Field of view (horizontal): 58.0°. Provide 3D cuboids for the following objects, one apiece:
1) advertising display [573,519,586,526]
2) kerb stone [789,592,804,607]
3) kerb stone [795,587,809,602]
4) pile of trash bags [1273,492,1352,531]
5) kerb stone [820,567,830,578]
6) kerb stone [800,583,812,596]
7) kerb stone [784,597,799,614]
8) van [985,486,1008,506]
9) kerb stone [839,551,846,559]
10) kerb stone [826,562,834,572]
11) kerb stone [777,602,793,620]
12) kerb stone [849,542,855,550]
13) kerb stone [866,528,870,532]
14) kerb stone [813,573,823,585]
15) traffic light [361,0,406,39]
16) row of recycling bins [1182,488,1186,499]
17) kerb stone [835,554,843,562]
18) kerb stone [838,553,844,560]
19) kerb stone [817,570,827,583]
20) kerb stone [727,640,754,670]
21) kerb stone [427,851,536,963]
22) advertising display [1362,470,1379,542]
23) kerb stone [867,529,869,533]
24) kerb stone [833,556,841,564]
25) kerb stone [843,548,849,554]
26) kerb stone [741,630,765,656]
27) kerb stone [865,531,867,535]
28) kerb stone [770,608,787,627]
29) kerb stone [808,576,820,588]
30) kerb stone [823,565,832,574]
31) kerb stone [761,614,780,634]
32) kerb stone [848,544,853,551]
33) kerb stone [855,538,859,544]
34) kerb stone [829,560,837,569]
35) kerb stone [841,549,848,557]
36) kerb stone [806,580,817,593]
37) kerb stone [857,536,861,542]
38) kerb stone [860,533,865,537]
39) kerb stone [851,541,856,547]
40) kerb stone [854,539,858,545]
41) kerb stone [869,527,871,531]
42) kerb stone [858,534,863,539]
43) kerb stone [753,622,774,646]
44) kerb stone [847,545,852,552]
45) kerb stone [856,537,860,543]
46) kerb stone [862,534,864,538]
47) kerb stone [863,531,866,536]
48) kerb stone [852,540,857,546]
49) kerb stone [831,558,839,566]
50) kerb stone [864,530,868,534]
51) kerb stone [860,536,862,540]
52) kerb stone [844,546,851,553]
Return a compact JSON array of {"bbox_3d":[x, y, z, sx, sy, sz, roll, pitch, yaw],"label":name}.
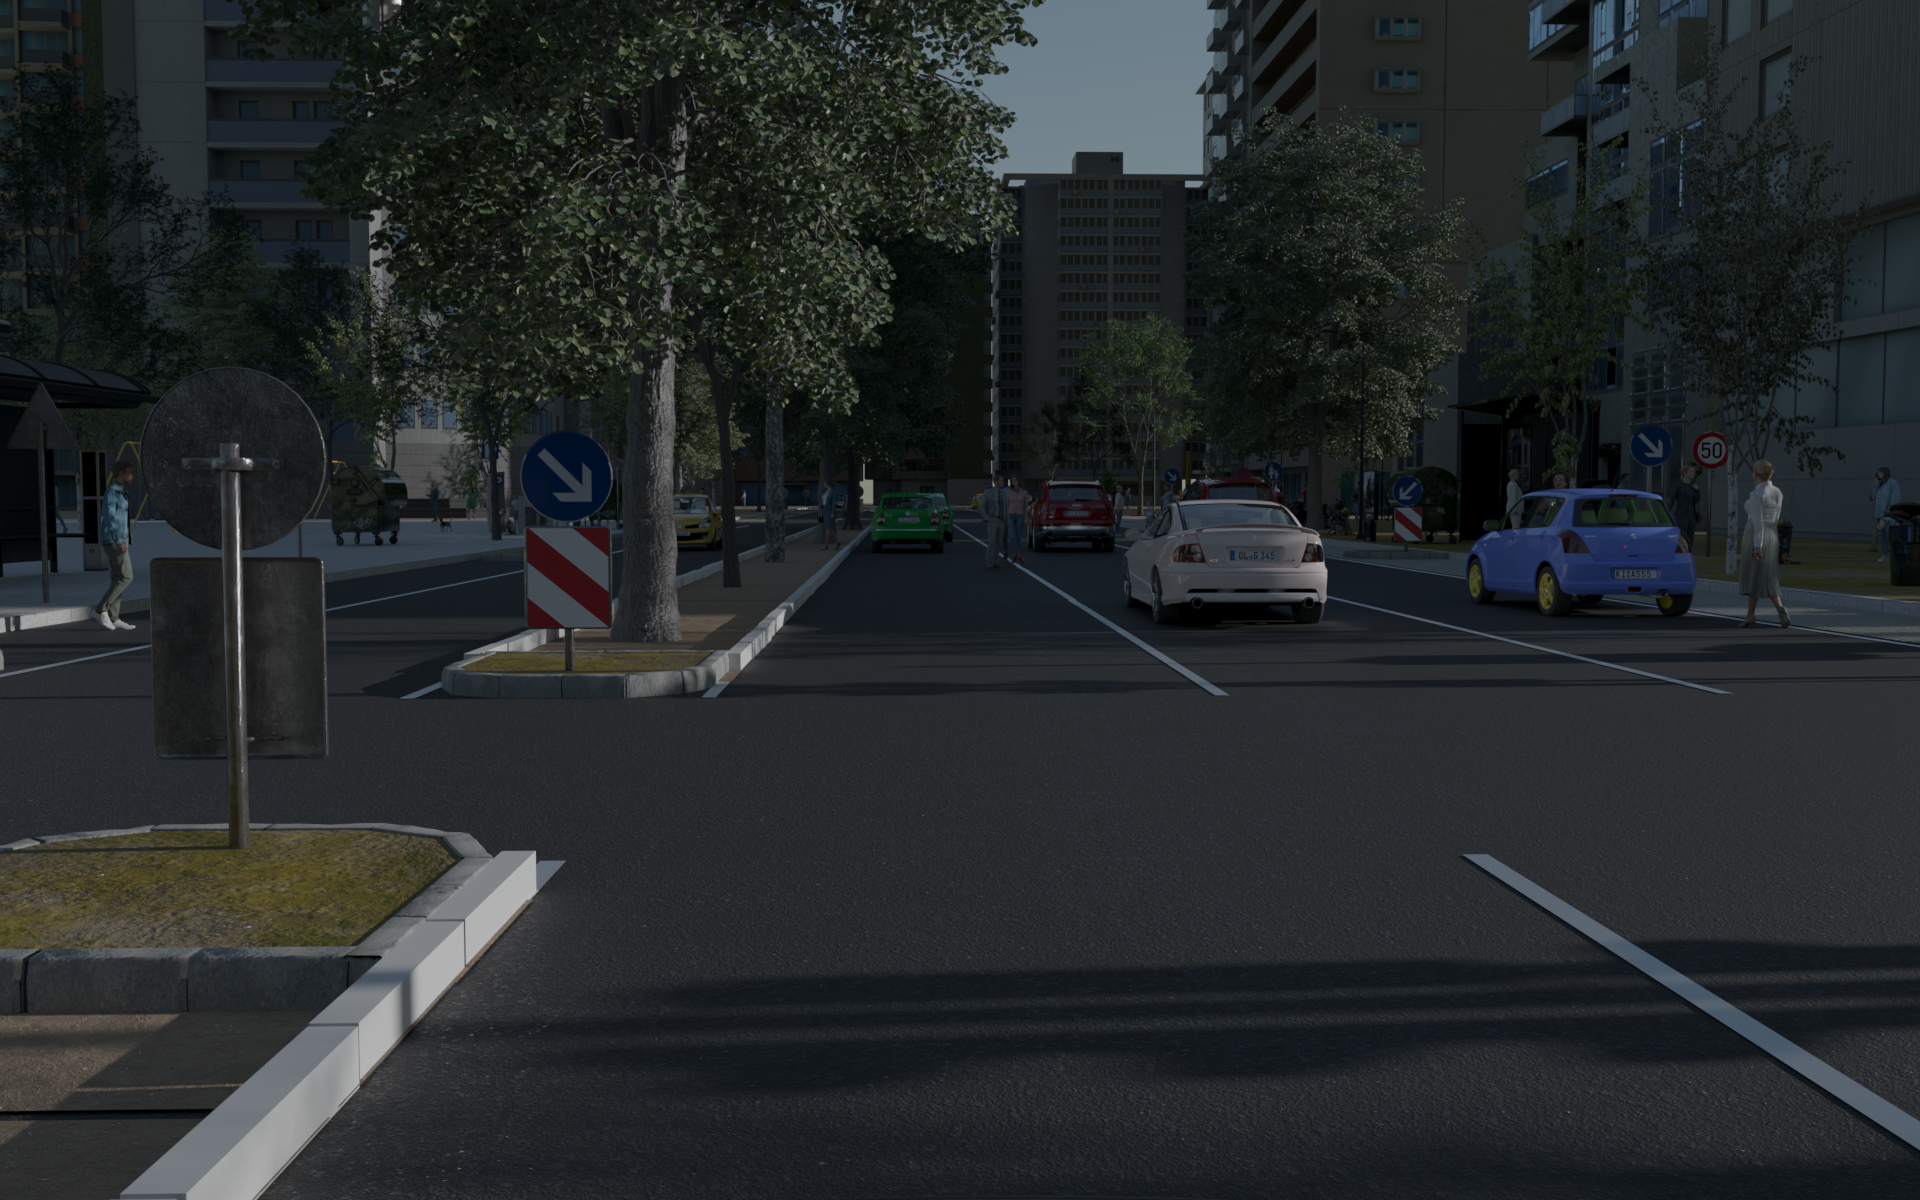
[{"bbox_3d":[-14.568,-3.696,65.639,0.974,1.923,0.123,1,4,23],"label":"advertising display"},{"bbox_3d":[-2.075,0.030,21.698,0.120,0.150,1.000,0,4,-2],"label":"kerb stone"},{"bbox_3d":[-2.109,-0.030,22.719,0.120,0.150,1.000,0,4,-2],"label":"kerb stone"},{"bbox_3d":[12.067,-3.113,60.642,1.912,1.369,3.447,-2,4,-34],"label":"pile of trash bags"},{"bbox_3d":[-2.295,-0.407,28.854,0.120,0.150,1.000,0,4,-2],"label":"kerb stone"},{"bbox_3d":[-2.147,-0.095,23.742,0.120,0.150,1.000,0,4,-2],"label":"kerb stone"},{"bbox_3d":[-2.044,0.096,20.670,0.120,0.150,1.000,0,4,-2],"label":"kerb stone"},{"bbox_3d":[3.003,-8.177,138.073,2.240,2.365,5.245,0,4,0],"label":"van"},{"bbox_3d":[-2.569,-0.909,37.062,0.120,0.150,1.000,0,4,-2],"label":"kerb stone"},{"bbox_3d":[-2.370,-0.532,30.907,0.120,0.150,1.000,0,4,-2],"label":"kerb stone"},{"bbox_3d":[-2.011,0.160,19.638,0.120,0.150,1.000,0,4,-2],"label":"kerb stone"},{"bbox_3d":[-2.758,-1.284,43.194,0.120,0.150,1.000,0,4,-2],"label":"kerb stone"},{"bbox_3d":[-3.320,-2.351,60.638,0.120,0.150,1.000,0,4,-2],"label":"kerb stone"},{"bbox_3d":[-2.240,-0.282,26.810,0.120,0.150,1.000,0,4,-2],"label":"kerb stone"},{"bbox_3d":[-6.665,-2.357,13.207,4.771,5.953,1.251,0,4,-2],"label":"traffic light"},{"bbox_3d":[12.081,-4.850,86.417,1.069,1.692,3.534,-1,4,-18],"label":"row of recycling bins"},{"bbox_3d":[-2.500,-0.784,35.018,0.120,0.150,1.000,0,4,-2],"label":"kerb stone"},{"bbox_3d":[-2.540,-0.844,36.040,0.120,0.150,1.000,0,4,-2],"label":"kerb stone"},{"bbox_3d":[-2.264,-0.345,27.832,0.120,0.150,1.000,0,4,-2],"label":"kerb stone"},{"bbox_3d":[-1.849,0.476,14.500,0.120,0.150,1.000,0,4,-2],"label":"kerb stone"},{"bbox_3d":[-1.569,1.007,5.728,0.120,0.150,1.000,0,4,-2],"label":"kerb stone"},{"bbox_3d":[11.054,-2.534,46.648,0.123,1.923,0.974,0,4,-5],"label":"advertising display"},{"bbox_3d":[-3.285,-2.289,59.617,0.120,0.150,1.000,0,4,-2],"label":"kerb stone"},{"bbox_3d":[-2.471,-0.717,33.991,0.120,0.150,1.000,0,4,-2],"label":"kerb stone"},{"bbox_3d":[-2.634,-1.034,39.106,0.120,0.150,1.000,0,4,-2],"label":"kerb stone"},{"bbox_3d":[-1.876,0.407,15.538,0.120,0.150,1.000,0,4,-2],"label":"kerb stone"},{"bbox_3d":[-3.188,-2.100,56.538,0.120,0.150,1.000,0,4,-2],"label":"kerb stone"},{"bbox_3d":[-1.981,0.219,18.616,0.120,0.150,1.000,0,4,-2],"label":"kerb stone"},{"bbox_3d":[-2.210,-0.220,25.788,0.120,0.150,1.000,0,4,-2],"label":"kerb stone"},{"bbox_3d":[-2.330,-0.470,29.885,0.120,0.150,1.000,0,4,-2],"label":"kerb stone"},{"bbox_3d":[-1.945,0.282,17.581,0.120,0.150,1.000,0,4,-2],"label":"kerb stone"},{"bbox_3d":[-2.733,-1.219,42.172,0.120,0.150,1.000,0,4,-2],"label":"kerb stone"},{"bbox_3d":[-2.897,-1.531,47.292,0.120,0.150,1.000,0,4,-2],"label":"kerb stone"},{"bbox_3d":[-2.401,-0.596,31.936,0.120,0.150,1.000,0,4,-2],"label":"kerb stone"},{"bbox_3d":[-2.605,-0.972,38.084,0.120,0.150,1.000,0,4,-2],"label":"kerb stone"},{"bbox_3d":[-2.170,-0.156,24.764,0.120,0.150,1.000,0,4,-2],"label":"kerb stone"},{"bbox_3d":[-2.953,-1.658,49.335,0.120,0.150,1.000,0,4,-2],"label":"kerb stone"},{"bbox_3d":[-3.096,-1.911,53.468,0.120,0.150,1.000,0,4,-2],"label":"kerb stone"},{"bbox_3d":[-2.790,-1.344,44.216,0.120,0.150,1.000,0,4,-2],"label":"kerb stone"},{"bbox_3d":[-2.858,-1.472,46.270,0.120,0.150,1.000,0,4,-2],"label":"kerb stone"},{"bbox_3d":[-3.390,-2.477,62.688,0.120,0.150,1.000,0,4,-2],"label":"kerb stone"},{"bbox_3d":[-3.024,-1.786,51.404,0.120,0.150,1.000,0,4,-2],"label":"kerb stone"},{"bbox_3d":[-1.903,0.347,16.560,0.120,0.150,1.000,0,4,-2],"label":"kerb stone"},{"bbox_3d":[-2.700,-1.159,41.150,0.120,0.150,1.000,0,4,-2],"label":"kerb stone"},{"bbox_3d":[-2.929,-1.597,48.313,0.120,0.150,1.000,0,4,-2],"label":"kerb stone"},{"bbox_3d":[-3.057,-1.849,52.434,0.120,0.150,1.000,0,4,-2],"label":"kerb stone"},{"bbox_3d":[-3.160,-2.036,55.516,0.120,0.150,1.000,0,4,-2],"label":"kerb stone"},{"bbox_3d":[-2.821,-1.410,45.245,0.120,0.150,1.000,0,4,-2],"label":"kerb stone"},{"bbox_3d":[-2.438,-0.658,32.962,0.120,0.150,1.000,0,4,-2],"label":"kerb stone"},{"bbox_3d":[-3.218,-2.159,57.574,0.120,0.150,1.000,0,4,-2],"label":"kerb stone"},{"bbox_3d":[-2.992,-1.712,50.367,0.120,0.150,1.000,0,4,-2],"label":"kerb stone"},{"bbox_3d":[-2.668,-1.094,40.128,0.120,0.150,1.000,0,4,-2],"label":"kerb stone"}]
